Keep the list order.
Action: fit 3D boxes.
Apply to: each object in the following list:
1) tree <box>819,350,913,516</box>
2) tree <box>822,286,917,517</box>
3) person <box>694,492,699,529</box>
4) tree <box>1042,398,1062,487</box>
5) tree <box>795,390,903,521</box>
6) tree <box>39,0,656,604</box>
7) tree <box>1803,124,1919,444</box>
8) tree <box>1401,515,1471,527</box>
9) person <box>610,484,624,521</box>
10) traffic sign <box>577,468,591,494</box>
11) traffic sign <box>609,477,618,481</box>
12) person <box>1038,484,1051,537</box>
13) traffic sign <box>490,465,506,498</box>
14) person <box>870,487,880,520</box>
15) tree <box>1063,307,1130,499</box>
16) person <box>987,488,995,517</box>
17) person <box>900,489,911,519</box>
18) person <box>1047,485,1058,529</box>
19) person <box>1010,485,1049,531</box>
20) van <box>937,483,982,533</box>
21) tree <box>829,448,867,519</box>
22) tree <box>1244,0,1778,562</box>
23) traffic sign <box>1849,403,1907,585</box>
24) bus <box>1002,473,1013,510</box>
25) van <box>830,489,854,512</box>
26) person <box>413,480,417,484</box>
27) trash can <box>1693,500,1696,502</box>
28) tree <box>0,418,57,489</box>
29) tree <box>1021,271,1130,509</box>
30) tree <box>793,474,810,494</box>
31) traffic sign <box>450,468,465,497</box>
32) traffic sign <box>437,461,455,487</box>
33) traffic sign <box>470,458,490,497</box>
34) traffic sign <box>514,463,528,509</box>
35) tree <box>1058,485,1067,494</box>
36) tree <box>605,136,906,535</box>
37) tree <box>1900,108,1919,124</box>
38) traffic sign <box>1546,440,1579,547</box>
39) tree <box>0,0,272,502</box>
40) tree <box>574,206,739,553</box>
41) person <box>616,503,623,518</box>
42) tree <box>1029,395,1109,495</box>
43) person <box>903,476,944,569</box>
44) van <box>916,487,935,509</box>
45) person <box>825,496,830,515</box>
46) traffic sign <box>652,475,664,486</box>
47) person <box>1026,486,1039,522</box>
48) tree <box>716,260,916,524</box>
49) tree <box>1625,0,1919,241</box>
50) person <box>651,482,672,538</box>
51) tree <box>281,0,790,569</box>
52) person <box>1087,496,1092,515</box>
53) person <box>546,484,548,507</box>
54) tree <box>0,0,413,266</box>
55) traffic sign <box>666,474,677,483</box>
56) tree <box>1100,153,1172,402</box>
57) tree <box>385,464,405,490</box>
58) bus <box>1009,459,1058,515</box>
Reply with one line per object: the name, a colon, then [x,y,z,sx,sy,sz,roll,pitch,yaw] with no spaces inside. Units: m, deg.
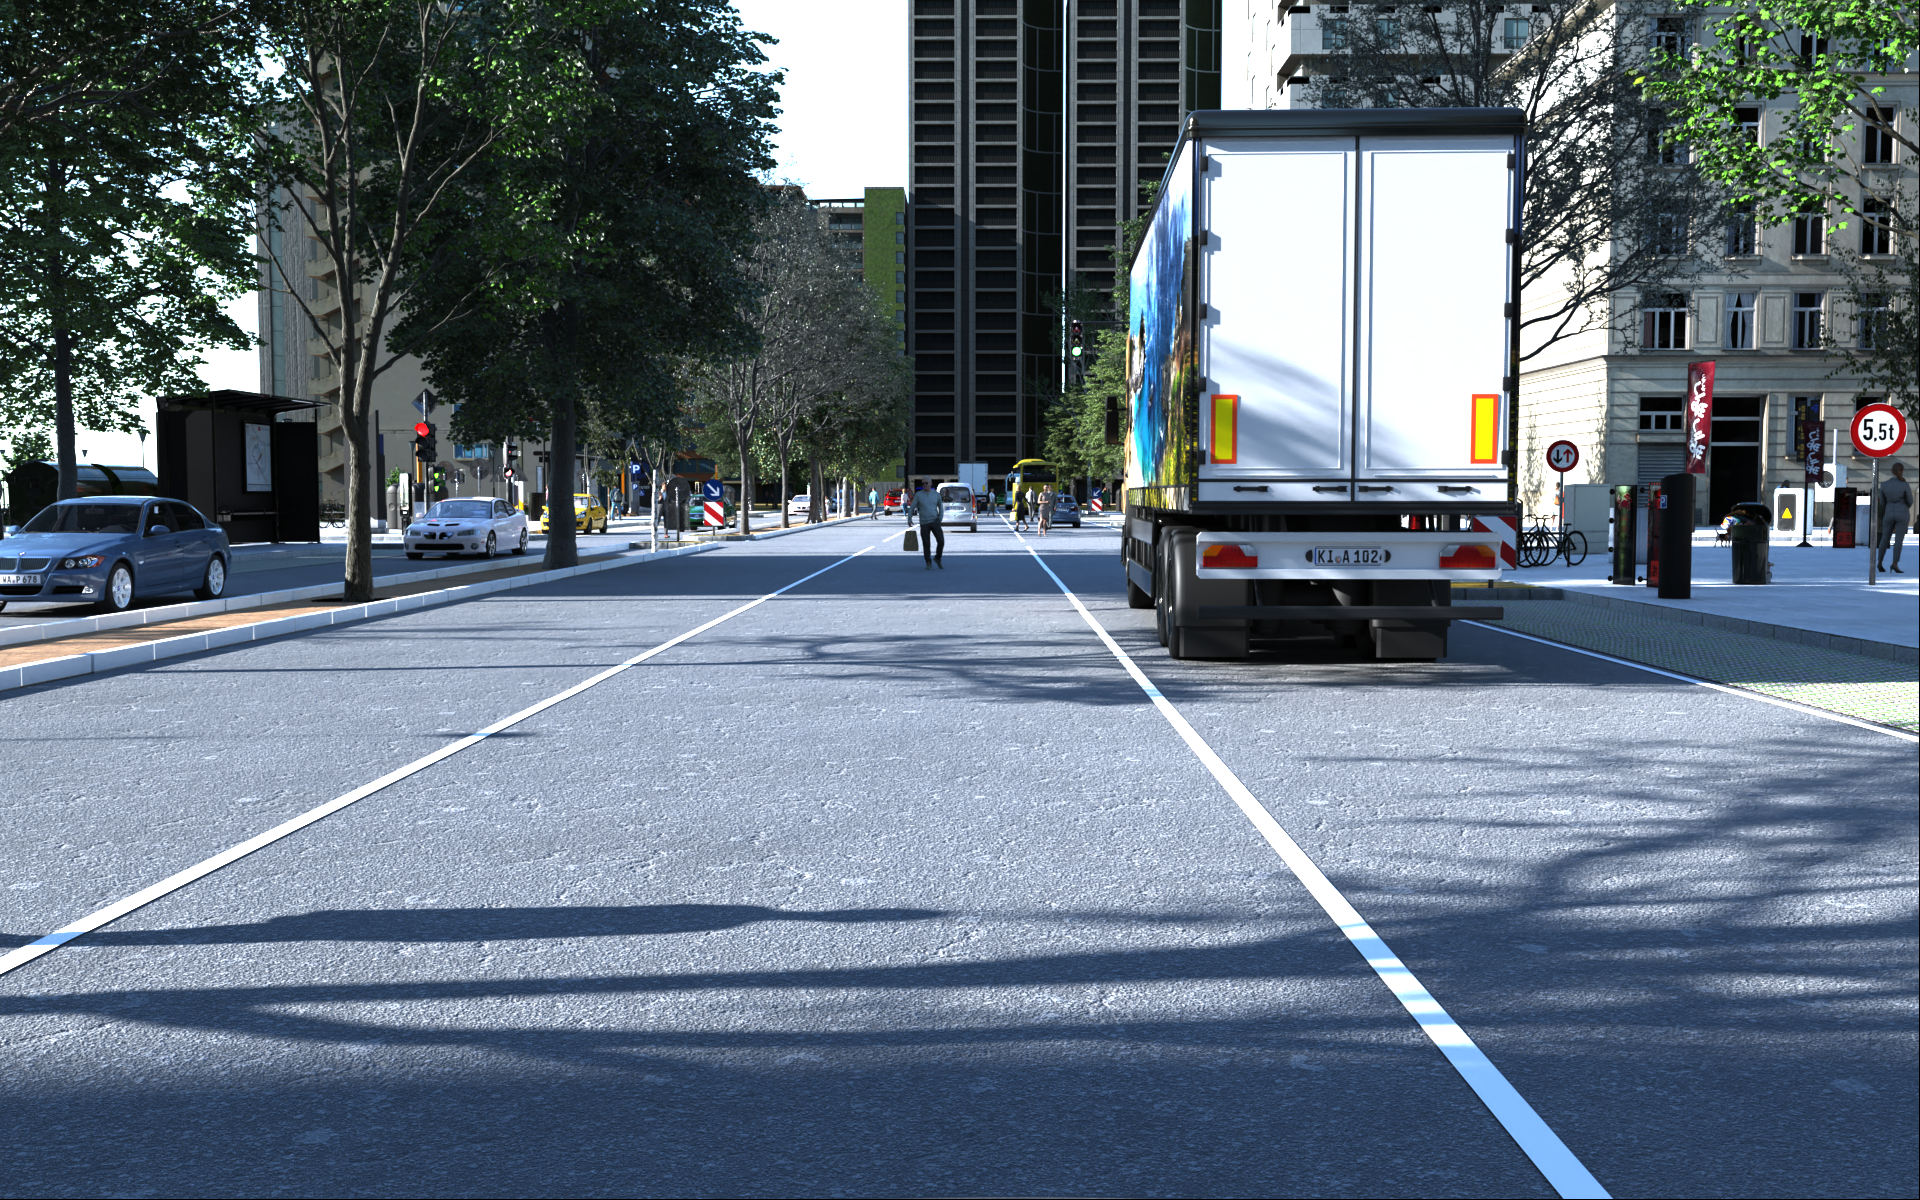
tree: [-7.017,-11.906,115.248,7.486,12.596,7.792,0,3,0]
tree: [-7.051,-12.070,106.451,9.857,13.997,8.962,0,3,0]
person: [-10.864,-3.669,71.076,0.503,1.515,0.523,1,4,9]
tree: [12.039,-15.755,175.714,7.486,12.596,7.792,0,3,0]
tree: [-7.162,-9.481,91.891,8.767,10.594,7.601,0,4,1]
tree: [-7.867,-5.767,22.496,9.928,11.665,9.643,0,3,0]
tree: [20.681,-5.308,37.145,4.360,8.622,3.978,0,3,0]
tree: [19.726,-7.146,67.197,4.737,8.622,4.395,0,3,0]
person: [-16.063,-4.570,80.741,0.794,1.824,0.713,2,4,26]
traffic sign: [-18.053,-5.082,83.202,0.768,2.556,0.104,1,4,9]
traffic sign: [-20.229,-6.044,100.947,0.606,2.300,0.079,0,4,5]
person: [2.858,-3.031,58.392,0.599,1.781,0.374,-2,4,-34]
traffic sign: [-20.385,-4.689,76.673,0.884,2.594,0.081,0,4,4]
person: [-4.848,-5.426,97.074,0.748,1.841,0.638,-3,5,-42]
tree: [10.808,-11.039,98.609,7.486,12.596,7.792,0,3,0]
person: [2.001,-6.232,110.618,0.478,1.798,0.641,-3,5,-44]
person: [-3.060,-5.594,100.638,0.598,1.740,0.731,2,4,31]
person: [3.609,-3.767,70.187,0.694,1.812,0.767,2,4,24]
person: [2.689,-3.581,67.267,1.509,1.804,0.699,0,4,-5]
van: [-0.183,-3.579,65.521,2.013,2.044,4.112,0,4,0]
tree: [-6.904,-8.930,98.827,4.737,8.622,4.395,0,3,0]
tree: [9.961,-7.487,32.780,12.009,13.543,11.850,0,3,0]
traffic sign: [12.826,-1.478,24.275,0.768,2.556,0.104,0,4,6]
bus: [5.454,-10.170,161.145,2.948,3.499,13.247,0,4,1]
van: [-9.451,-8.155,140.338,2.013,2.044,4.112,0,4,2]
person: [-21.244,-3.755,67.305,0.748,1.841,0.638,1,4,23]
trash can: [17.871,-1.920,43.041,0.748,1.137,0.748,0,3,0]
tree: [-23.870,-3.032,44.175,1.663,3.219,1.824,0,3,0]
tree: [11.483,-17.677,144.915,12.611,20.169,13.585,0,3,0]
tree: [-15.414,-10.519,166.593,1.663,3.219,1.824,0,3,0]
traffic sign: [-19.953,-4.077,68.785,0.606,2.300,0.079,0,4,3]
traffic sign: [-19.747,-4.056,66.423,0.768,2.556,0.104,0,4,7]
traffic sign: [-16.934,-3.729,61.080,0.768,2.556,0.104,1,4,10]
traffic sign: [-18.612,-4.463,72.973,0.884,2.594,0.081,0,4,2]
tree: [12.247,-12.961,206.514,1.663,3.219,1.824,0,3,0]
tree: [-7.415,-8.961,59.340,12.009,13.543,11.850,0,3,0]
tree: [18.290,-4.883,30.193,4.360,8.622,3.978,0,3,0]
traffic sign: [14.146,-2.485,40.737,0.768,2.556,0.104,0,4,4]
tree: [-16.891,-6.989,32.391,7.486,12.596,7.792,0,3,0]
tree: [-7.307,-5.419,41.426,4.360,8.622,3.978,0,3,0]
person: [-18.562,-5.295,93.372,0.760,1.731,0.466,-2,4,-31]
tree: [12.064,-16.923,193.702,9.611,12.733,9.660,0,3,0]
person: [-0.684,-1.466,32.959,0.782,1.767,0.515,-1,4,-9]
van: [-3.263,-9.898,166.214,2.240,2.365,5.245,0,4,2]
person: [-8.426,-5.940,109.892,0.425,1.301,0.394,1,4,12]
traffic sign: [-19.353,-6.778,110.928,0.768,2.556,0.104,0,4,4]
person: [3.737,-4.948,89.499,0.679,1.850,0.850,1,4,8]
tree: [-6.980,-9.986,82.737,9.611,12.733,9.660,0,3,0]
tree: [9.880,-5.491,15.539,9.928,11.665,9.643,0,3,0]
person: [-9.637,-2.917,56.164,0.622,1.834,0.822,-3,4,-39]
tree: [-7.629,-7.561,32.732,9.857,13.997,8.962,0,3,0]
person: [8.793,-6.415,117.662,0.425,1.301,0.394,-2,4,-30]
person: [-22.830,-5.493,95.862,0.388,1.821,0.555,-1,4,-15]
tree: [-8.262,-4.698,13.685,8.767,10.594,7.601,0,4,1]
traffic sign: [-18.005,-6.607,108.136,0.768,2.556,0.104,0,4,8]
tree: [9.842,-9.507,62.102,9.857,13.997,8.962,0,3,0]
tree: [-36.541,-7.191,112.175,1.663,3.219,1.824,0,3,0]
bus: [5.163,-7.922,121.069,2.896,3.916,12.252,0,4,-1]
